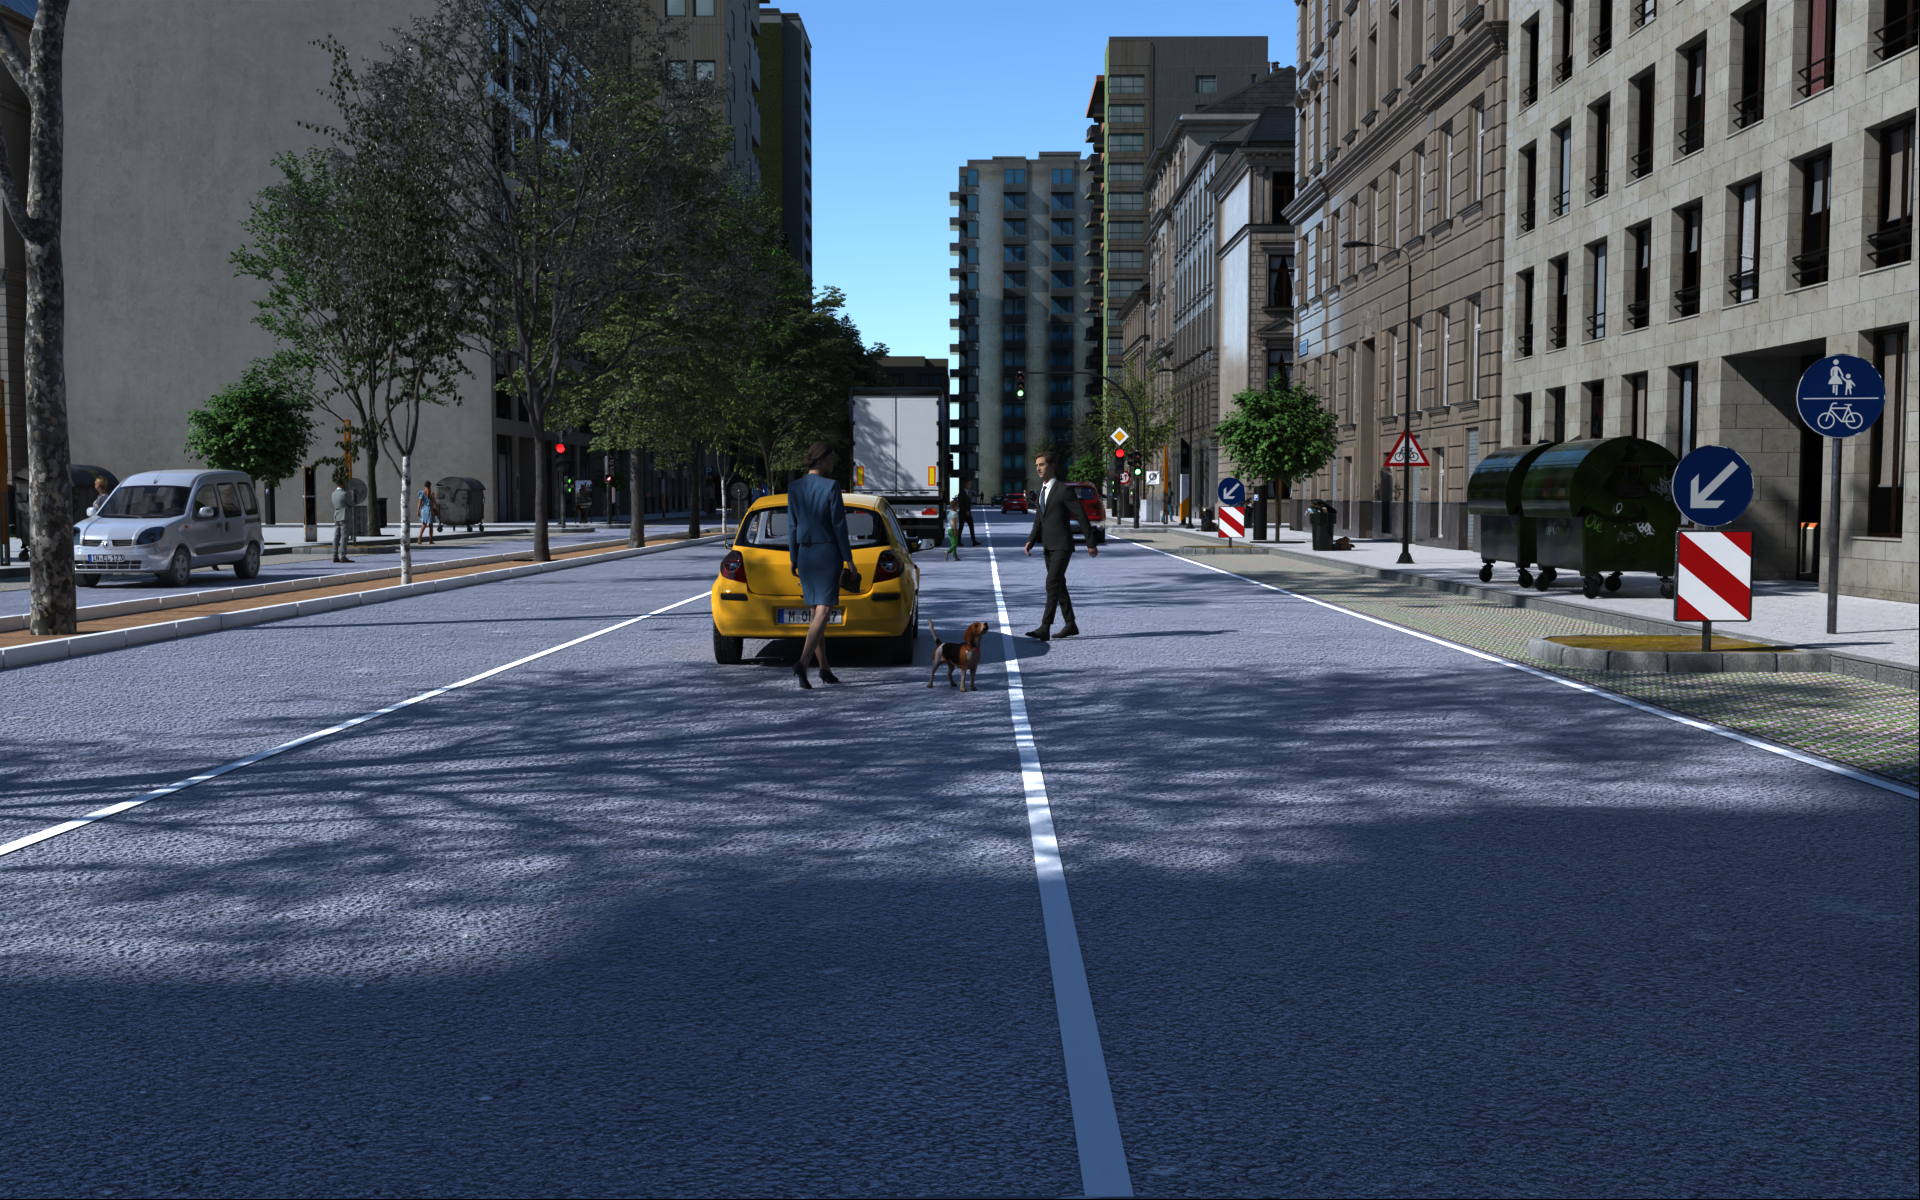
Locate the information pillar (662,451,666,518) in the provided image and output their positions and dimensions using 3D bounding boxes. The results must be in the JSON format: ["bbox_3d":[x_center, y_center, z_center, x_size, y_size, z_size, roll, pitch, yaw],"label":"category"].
[{"bbox_3d":[-16.197,-6.309,94.513,0.183,3.616,0.504,0,4,0],"label":"information pillar"}]

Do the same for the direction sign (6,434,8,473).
[{"bbox_3d":[-36.193,-4.467,65.029,0.876,3.537,0.379,0,4,-3],"label":"direction sign"}]

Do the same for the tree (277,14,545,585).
[{"bbox_3d":[-8.579,-4.524,26.790,4.360,8.622,3.978,0,3,0],"label":"tree"}]

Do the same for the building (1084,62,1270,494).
[{"bbox_3d":[24.372,-32.137,180.067,22.147,44.769,28.867,0,4,1],"label":"building"}]

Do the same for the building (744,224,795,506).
[{"bbox_3d":[-25.236,-25.157,183.013,14.160,30.474,14.107,0,4,1],"label":"building"}]

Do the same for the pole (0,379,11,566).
[{"bbox_3d":[-17.084,-2.264,30.856,0.158,3.312,0.155,0,3,0],"label":"pole"}]

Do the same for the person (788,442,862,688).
[{"bbox_3d":[-1.087,-0.268,12.910,0.581,1.822,0.654,3,5,41],"label":"person"}]

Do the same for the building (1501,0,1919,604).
[{"bbox_3d":[16.456,-10.565,27.484,10.420,20.320,16.860,0,4,1],"label":"building"}]

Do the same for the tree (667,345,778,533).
[{"bbox_3d":[-8.532,-6.710,62.532,4.737,8.622,4.395,0,3,0],"label":"tree"}]

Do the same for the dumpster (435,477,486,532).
[{"bbox_3d":[-16.912,-3.232,58.608,1.264,1.857,1.865,0,4,1],"label":"dumpster"}]

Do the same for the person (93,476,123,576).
[{"bbox_3d":[-14.838,-1.290,30.263,0.598,1.740,0.731,-3,4,-38],"label":"person"}]

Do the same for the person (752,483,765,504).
[{"bbox_3d":[-6.501,-2.934,56.659,0.721,1.800,0.419,3,4,37],"label":"person"}]

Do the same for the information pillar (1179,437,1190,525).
[{"bbox_3d":[9.312,-4.903,71.523,0.504,3.616,0.183,-2,4,-25],"label":"information pillar"}]

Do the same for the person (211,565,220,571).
[{"bbox_3d":[-13.681,-1.472,32.478,0.836,1.842,0.656,-3,4,-39],"label":"person"}]

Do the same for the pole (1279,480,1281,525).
[{"bbox_3d":[13.186,-4.757,71.614,0.158,3.312,0.155,0,3,0],"label":"pole"}]

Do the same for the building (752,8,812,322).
[{"bbox_3d":[-32.356,-40.858,210.020,28.212,58.520,21.231,0,4,1],"label":"building"}]

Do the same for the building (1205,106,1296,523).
[{"bbox_3d":[21.606,-13.186,80.211,19.286,19.102,10.561,0,4,1],"label":"building"}]

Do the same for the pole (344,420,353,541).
[{"bbox_3d":[-16.795,-3.286,47.577,0.158,3.312,0.155,0,3,0],"label":"pole"}]

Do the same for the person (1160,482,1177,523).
[{"bbox_3d":[9.114,-4.269,75.830,0.713,1.824,0.794,0,4,-1],"label":"person"}]

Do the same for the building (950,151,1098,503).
[{"bbox_3d":[13.845,-38.239,244.820,30.456,49.044,23.786,0,4,1],"label":"building"}]

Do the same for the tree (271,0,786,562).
[{"bbox_3d":[-8.827,-7.542,36.140,12.009,13.543,11.850,0,3,0],"label":"tree"}]

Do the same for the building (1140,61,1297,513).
[{"bbox_3d":[19.827,-20.043,115.099,14.401,28.519,23.554,0,4,1],"label":"building"}]

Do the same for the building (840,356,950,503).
[{"bbox_3d":[-16.135,-24.660,248.234,28.899,21.520,27.650,0,4,1],"label":"building"}]

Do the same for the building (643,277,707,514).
[{"bbox_3d":[-25.538,-19.883,122.351,12.463,27.353,25.104,0,4,1],"label":"building"}]

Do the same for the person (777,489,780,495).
[{"bbox_3d":[-16.366,-9.115,155.797,0.721,1.735,1.217,0,4,2],"label":"person"}]

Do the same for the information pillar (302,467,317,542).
[{"bbox_3d":[-17.452,-2.568,46.482,0.304,2.012,0.304,-2,4,-28],"label":"information pillar"}]

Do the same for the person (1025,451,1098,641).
[{"bbox_3d":[0.893,-0.536,17.037,0.755,1.850,0.659,-2,4,-33],"label":"person"}]

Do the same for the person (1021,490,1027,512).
[{"bbox_3d":[4.980,-7.725,135.471,0.598,1.740,0.731,-1,4,-20],"label":"person"}]

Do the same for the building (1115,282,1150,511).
[{"bbox_3d":[18.278,-16.678,137.310,10.561,19.102,19.286,0,4,1],"label":"building"}]

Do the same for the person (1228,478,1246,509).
[{"bbox_3d":[8.598,-2.917,53.757,0.581,1.822,0.654,1,4,20],"label":"person"}]

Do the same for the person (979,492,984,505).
[{"bbox_3d":[2.737,-13.123,223.507,0.683,1.767,0.568,-3,4,-37],"label":"person"}]

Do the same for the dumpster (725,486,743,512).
[{"bbox_3d":[-16.294,-7.286,124.879,1.264,1.857,1.865,0,4,1],"label":"dumpster"}]

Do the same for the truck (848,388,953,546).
[{"bbox_3d":[-1.656,-3.811,51.217,2.839,4.237,11.283,0,4,0],"label":"truck"}]

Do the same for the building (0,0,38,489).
[{"bbox_3d":[-53.911,-17.389,81.569,25.104,27.353,12.463,0,4,1],"label":"building"}]

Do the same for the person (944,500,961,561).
[{"bbox_3d":[-0.167,-1.491,37.128,0.306,1.304,0.590,3,5,39],"label":"person"}]

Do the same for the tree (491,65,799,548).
[{"bbox_3d":[-8.669,-7.670,45.996,7.486,12.596,7.792,0,3,0],"label":"tree"}]

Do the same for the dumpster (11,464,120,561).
[{"bbox_3d":[-17.328,-1.704,33.622,1.264,1.857,1.865,0,4,1],"label":"dumpster"}]

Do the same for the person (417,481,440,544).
[{"bbox_3d":[-15.118,-2.486,49.232,0.616,1.811,0.778,1,4,11],"label":"person"}]

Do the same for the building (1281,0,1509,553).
[{"bbox_3d":[17.136,-15.348,48.206,12.463,27.353,25.104,0,4,1],"label":"building"}]

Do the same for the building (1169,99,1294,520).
[{"bbox_3d":[17.176,-14.984,94.144,9.793,20.994,18.267,0,4,1],"label":"building"}]

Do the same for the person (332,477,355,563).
[{"bbox_3d":[-12.879,-1.687,36.257,0.511,1.800,0.466,1,4,23],"label":"person"}]

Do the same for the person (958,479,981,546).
[{"bbox_3d":[0.225,-2.418,47.811,0.755,1.850,0.659,3,5,39],"label":"person"}]

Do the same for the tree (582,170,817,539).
[{"bbox_3d":[-8.375,-7.743,54.812,9.928,11.665,9.643,0,3,0],"label":"tree"}]

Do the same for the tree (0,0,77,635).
[{"bbox_3d":[-10.431,-9.758,17.890,12.611,20.169,13.585,0,3,0],"label":"tree"}]

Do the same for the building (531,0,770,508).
[{"bbox_3d":[-33.238,-34.976,161.096,28.713,52.752,27.495,0,4,1],"label":"building"}]

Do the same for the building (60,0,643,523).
[{"bbox_3d":[-29.944,-17.619,92.593,19.350,26.468,34.151,0,4,1],"label":"building"}]

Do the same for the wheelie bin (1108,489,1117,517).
[{"bbox_3d":[8.876,-5.513,98.050,0.980,1.594,0.693,0,4,-4],"label":"wheelie bin"}]

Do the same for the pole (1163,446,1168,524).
[{"bbox_3d":[8.690,-4.848,73.110,0.158,3.312,0.155,0,3,0],"label":"pole"}]

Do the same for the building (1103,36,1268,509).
[{"bbox_3d":[20.075,-29.064,158.789,14.154,41.232,14.086,0,4,1],"label":"building"}]
